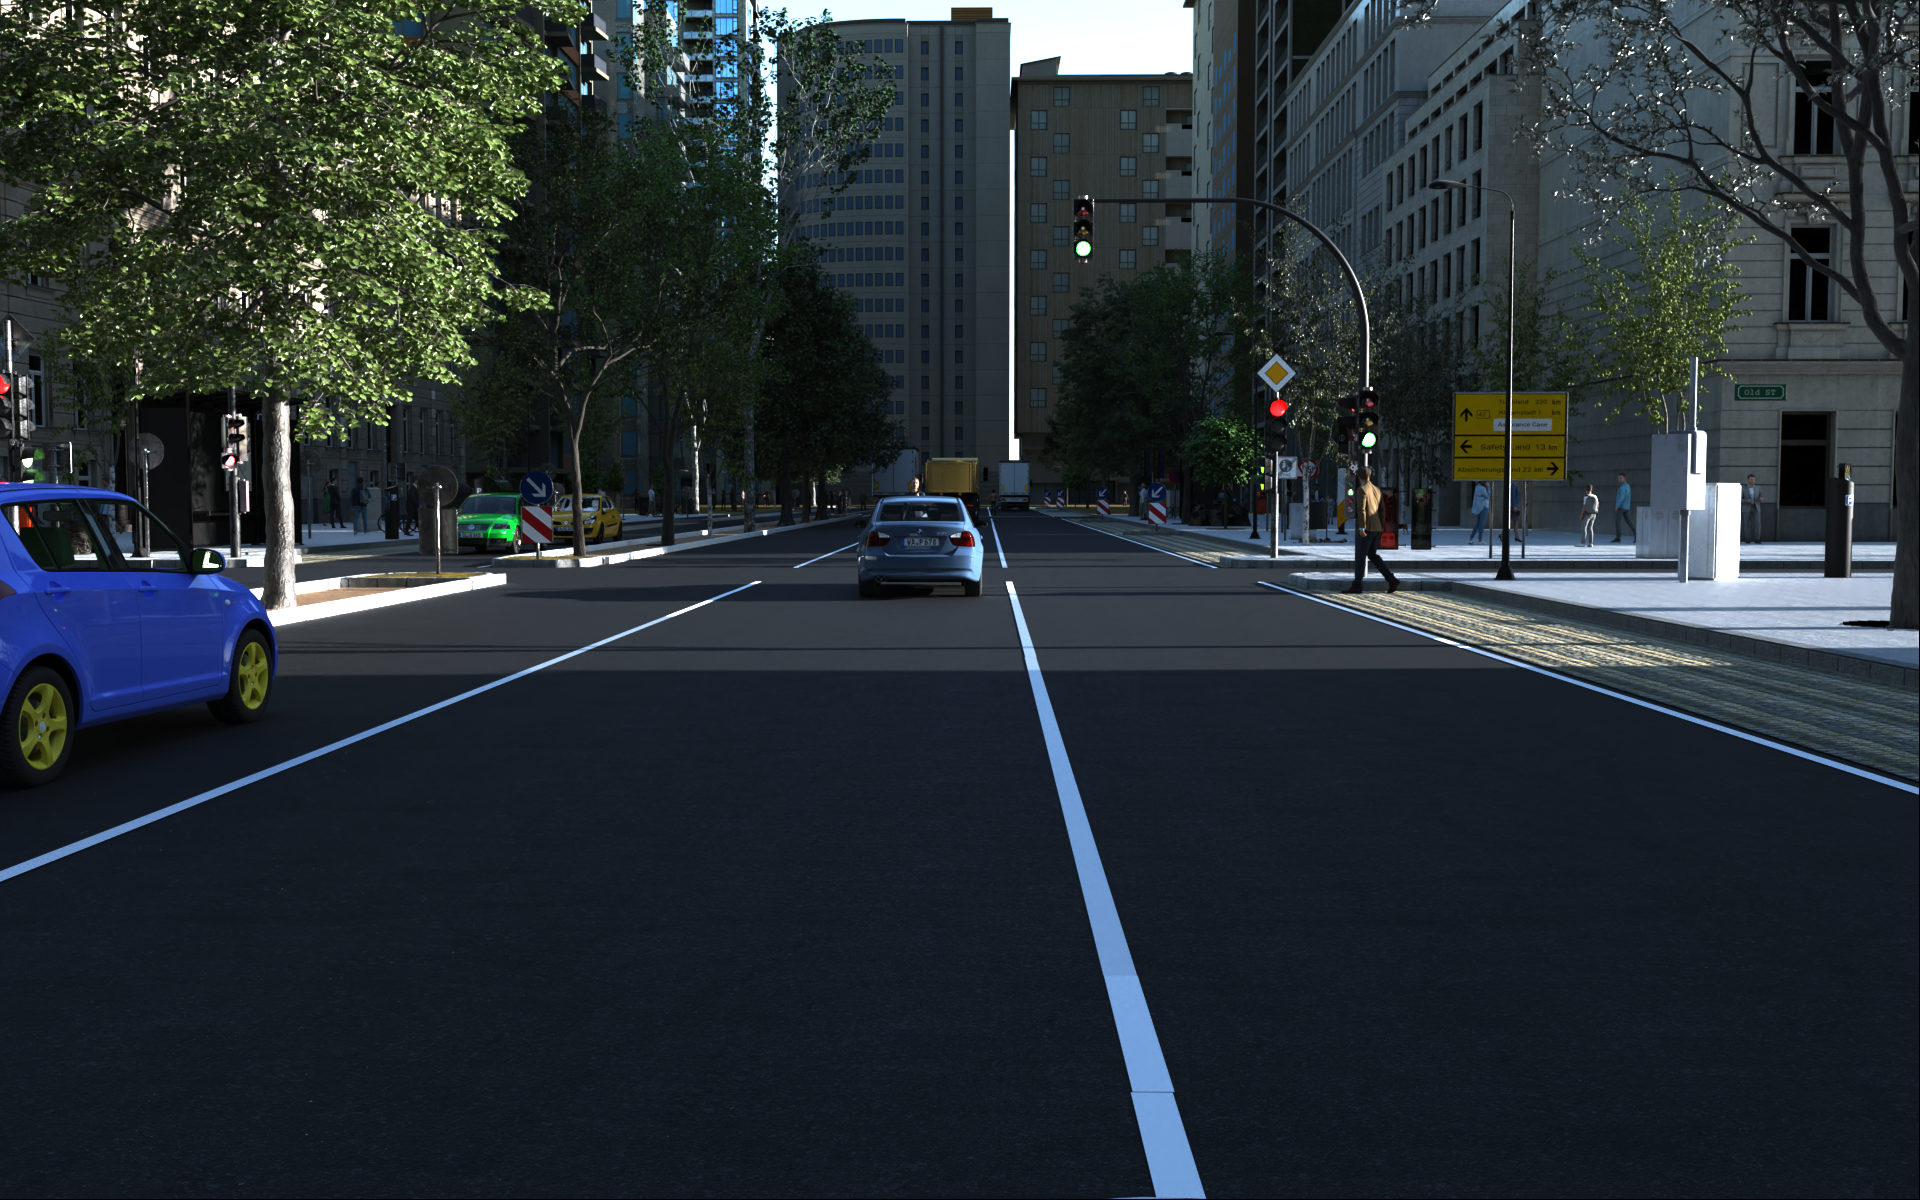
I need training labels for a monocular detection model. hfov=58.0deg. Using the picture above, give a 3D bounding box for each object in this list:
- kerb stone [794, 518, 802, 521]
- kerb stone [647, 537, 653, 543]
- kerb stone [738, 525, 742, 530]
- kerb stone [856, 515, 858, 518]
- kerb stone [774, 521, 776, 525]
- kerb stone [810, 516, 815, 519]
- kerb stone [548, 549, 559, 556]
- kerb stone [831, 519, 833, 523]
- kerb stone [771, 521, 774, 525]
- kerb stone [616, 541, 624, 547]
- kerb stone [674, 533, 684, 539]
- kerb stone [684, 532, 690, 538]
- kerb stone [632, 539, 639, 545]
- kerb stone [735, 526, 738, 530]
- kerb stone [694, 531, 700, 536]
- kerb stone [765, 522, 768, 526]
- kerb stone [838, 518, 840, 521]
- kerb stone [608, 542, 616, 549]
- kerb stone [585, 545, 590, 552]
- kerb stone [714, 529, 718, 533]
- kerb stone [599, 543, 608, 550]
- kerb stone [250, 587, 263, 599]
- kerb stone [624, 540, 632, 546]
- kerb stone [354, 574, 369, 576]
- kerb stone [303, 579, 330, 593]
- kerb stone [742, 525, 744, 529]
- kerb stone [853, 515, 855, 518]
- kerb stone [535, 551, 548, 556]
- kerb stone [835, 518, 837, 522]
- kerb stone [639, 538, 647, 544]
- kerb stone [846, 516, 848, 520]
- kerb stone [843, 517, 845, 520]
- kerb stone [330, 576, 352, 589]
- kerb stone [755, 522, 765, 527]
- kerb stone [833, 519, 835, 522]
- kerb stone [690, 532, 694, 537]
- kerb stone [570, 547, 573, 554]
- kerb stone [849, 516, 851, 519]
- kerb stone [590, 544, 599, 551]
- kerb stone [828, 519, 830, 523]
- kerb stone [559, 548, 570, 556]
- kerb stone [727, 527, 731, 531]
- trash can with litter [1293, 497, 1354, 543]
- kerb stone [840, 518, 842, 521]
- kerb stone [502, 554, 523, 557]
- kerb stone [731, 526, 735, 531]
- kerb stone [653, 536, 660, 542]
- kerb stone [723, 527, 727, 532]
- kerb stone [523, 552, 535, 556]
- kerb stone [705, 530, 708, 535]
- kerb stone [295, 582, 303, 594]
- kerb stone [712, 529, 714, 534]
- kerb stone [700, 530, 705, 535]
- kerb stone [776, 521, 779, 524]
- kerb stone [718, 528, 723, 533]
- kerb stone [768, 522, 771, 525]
[{"bbox_3d":[-8.577,-4.237,91.465,0.120,0.150,1.000,0,4,1],"label":"kerb stone"},{"bbox_3d":[-9.158,-1.723,50.414,0.120,0.150,1.000,0,4,1],"label":"kerb stone"},{"bbox_3d":[-8.896,-2.854,68.866,0.120,0.150,1.000,0,4,1],"label":"kerb stone"},{"bbox_3d":[-6.316,-4.923,102.694,0.120,0.150,1.000,0,4,1],"label":"kerb stone"},{"bbox_3d":[-8.735,-3.543,80.150,0.120,0.150,1.000,0,4,1],"label":"kerb stone"},{"bbox_3d":[-8.466,-4.739,99.676,0.120,0.150,1.000,0,4,1],"label":"kerb stone"},{"bbox_3d":[-9.309,-1.035,39.152,0.120,0.150,1.000,0,4,1],"label":"kerb stone"},{"bbox_3d":[-6.549,-3.918,86.321,0.120,0.150,1.000,0,4,1],"label":"kerb stone"},{"bbox_3d":[-8.754,-3.482,79.126,0.120,0.150,1.000,0,4,1],"label":"kerb stone"},{"bbox_3d":[-9.205,-1.475,46.315,0.120,0.150,1.000,0,4,1],"label":"kerb stone"},{"bbox_3d":[-9.078,-2.039,55.538,0.120,0.150,1.000,0,4,1],"label":"kerb stone"},{"bbox_3d":[-9.062,-2.102,56.560,0.120,0.150,1.000,0,4,1],"label":"kerb stone"},{"bbox_3d":[-9.187,-1.600,48.365,0.120,0.150,1.000,0,4,1],"label":"kerb stone"},{"bbox_3d":[-8.909,-2.792,67.838,0.120,0.150,1.000,0,4,1],"label":"kerb stone"},{"bbox_3d":[-9.043,-2.227,58.613,0.120,0.150,1.000,0,4,1],"label":"kerb stone"},{"bbox_3d":[-8.780,-3.350,77.058,0.120,0.150,1.000,0,4,1],"label":"kerb stone"},{"bbox_3d":[-6.497,-4.172,90.409,0.120,0.150,1.000,0,4,1],"label":"kerb stone"},{"bbox_3d":[-9.224,-1.413,45.291,0.120,0.150,1.000,0,4,1],"label":"kerb stone"},{"bbox_3d":[-9.267,-1.225,42.223,0.120,0.150,1.000,0,4,1],"label":"kerb stone"},{"bbox_3d":[-8.976,-2.470,62.711,0.120,0.150,1.000,0,4,1],"label":"kerb stone"},{"bbox_3d":[-9.239,-1.339,44.268,0.120,0.150,1.000,0,4,1],"label":"kerb stone"},{"bbox_3d":[-9.531,-0.063,23.277,0.120,0.150,1.000,0,4,1],"label":"kerb stone"},{"bbox_3d":[-9.199,-1.536,47.340,0.120,0.150,1.000,0,4,1],"label":"kerb stone"},{"bbox_3d":[-9.480,-0.316,27.378,0.120,0.150,1.000,0,4,1],"label":"kerb stone"},{"bbox_3d":[-9.498,-0.191,25.323,0.120,0.150,1.000,0,4,1],"label":"kerb stone"},{"bbox_3d":[-8.884,-2.918,69.897,0.120,0.150,1.000,0,4,1],"label":"kerb stone"},{"bbox_3d":[-6.348,-4.798,100.649,0.120,0.150,1.000,0,4,1],"label":"kerb stone"},{"bbox_3d":[-9.318,-0.975,38.130,0.120,0.150,1.000,0,4,1],"label":"kerb stone"},{"bbox_3d":[-6.516,-4.047,88.365,0.120,0.150,1.000,0,4,1],"label":"kerb stone"},{"bbox_3d":[-9.166,-1.662,49.387,0.120,0.150,1.000,0,4,1],"label":"kerb stone"},{"bbox_3d":[-6.425,-4.482,95.529,0.120,0.150,1.000,0,4,1],"label":"kerb stone"},{"bbox_3d":[-6.450,-4.360,93.484,0.120,0.150,1.000,0,4,1],"label":"kerb stone"},{"bbox_3d":[-9.493,-0.253,26.345,0.120,0.150,1.000,0,4,1],"label":"kerb stone"},{"bbox_3d":[-8.793,-3.293,76.033,0.120,0.150,1.000,0,4,1],"label":"kerb stone"},{"bbox_3d":[-6.528,-3.984,87.343,0.120,0.150,1.000,0,4,1],"label":"kerb stone"},{"bbox_3d":[-9.059,-2.164,57.583,0.120,0.150,1.000,0,4,1],"label":"kerb stone"},{"bbox_3d":[-9.282,-1.162,41.201,0.120,0.150,1.000,0,4,1],"label":"kerb stone"},{"bbox_3d":[-6.385,-4.610,97.576,0.120,0.150,1.000,0,4,1],"label":"kerb stone"},{"bbox_3d":[-9.253,-1.284,43.246,0.120,0.150,1.000,0,4,1],"label":"kerb stone"},{"bbox_3d":[-6.571,-3.796,84.261,0.120,0.150,1.000,0,4,1],"label":"kerb stone"},{"bbox_3d":[-9.290,-1.100,40.179,0.120,0.150,1.000,0,4,1],"label":"kerb stone"},{"bbox_3d":[-8.936,-2.666,65.790,0.120,0.150,1.000,0,4,1],"label":"kerb stone"},{"bbox_3d":[9.842,-2.120,45.714,2.233,1.210,1.678,0,4,4],"label":"trash can with litter"},{"bbox_3d":[-6.473,-4.235,91.431,0.120,0.150,1.000,0,4,1],"label":"kerb stone"},{"bbox_3d":[-9.351,-0.850,36.086,0.120,0.150,1.000,0,4,1],"label":"kerb stone"},{"bbox_3d":[-8.923,-2.729,66.813,0.120,0.150,1.000,0,4,1],"label":"kerb stone"},{"bbox_3d":[-9.141,-1.788,51.436,0.120,0.150,1.000,0,4,1],"label":"kerb stone"},{"bbox_3d":[-8.948,-2.603,64.760,0.120,0.150,1.000,0,4,1],"label":"kerb stone"},{"bbox_3d":[-9.340,-0.911,37.108,0.120,0.150,1.000,0,4,1],"label":"kerb stone"},{"bbox_3d":[-9.012,-2.352,60.659,0.120,0.150,1.000,0,4,1],"label":"kerb stone"},{"bbox_3d":[-9.518,-0.129,24.298,0.120,0.150,1.000,0,4,1],"label":"kerb stone"},{"bbox_3d":[-8.994,-2.415,61.681,0.120,0.150,1.000,0,4,1],"label":"kerb stone"},{"bbox_3d":[-9.020,-2.290,59.635,0.120,0.150,1.000,0,4,1],"label":"kerb stone"},{"bbox_3d":[-8.721,-3.602,81.177,0.120,0.150,1.000,0,4,1],"label":"kerb stone"},{"bbox_3d":[-8.964,-2.541,63.737,0.120,0.150,1.000,0,4,1],"label":"kerb stone"},{"bbox_3d":[-8.763,-3.419,78.088,0.120,0.150,1.000,0,4,1],"label":"kerb stone"}]
